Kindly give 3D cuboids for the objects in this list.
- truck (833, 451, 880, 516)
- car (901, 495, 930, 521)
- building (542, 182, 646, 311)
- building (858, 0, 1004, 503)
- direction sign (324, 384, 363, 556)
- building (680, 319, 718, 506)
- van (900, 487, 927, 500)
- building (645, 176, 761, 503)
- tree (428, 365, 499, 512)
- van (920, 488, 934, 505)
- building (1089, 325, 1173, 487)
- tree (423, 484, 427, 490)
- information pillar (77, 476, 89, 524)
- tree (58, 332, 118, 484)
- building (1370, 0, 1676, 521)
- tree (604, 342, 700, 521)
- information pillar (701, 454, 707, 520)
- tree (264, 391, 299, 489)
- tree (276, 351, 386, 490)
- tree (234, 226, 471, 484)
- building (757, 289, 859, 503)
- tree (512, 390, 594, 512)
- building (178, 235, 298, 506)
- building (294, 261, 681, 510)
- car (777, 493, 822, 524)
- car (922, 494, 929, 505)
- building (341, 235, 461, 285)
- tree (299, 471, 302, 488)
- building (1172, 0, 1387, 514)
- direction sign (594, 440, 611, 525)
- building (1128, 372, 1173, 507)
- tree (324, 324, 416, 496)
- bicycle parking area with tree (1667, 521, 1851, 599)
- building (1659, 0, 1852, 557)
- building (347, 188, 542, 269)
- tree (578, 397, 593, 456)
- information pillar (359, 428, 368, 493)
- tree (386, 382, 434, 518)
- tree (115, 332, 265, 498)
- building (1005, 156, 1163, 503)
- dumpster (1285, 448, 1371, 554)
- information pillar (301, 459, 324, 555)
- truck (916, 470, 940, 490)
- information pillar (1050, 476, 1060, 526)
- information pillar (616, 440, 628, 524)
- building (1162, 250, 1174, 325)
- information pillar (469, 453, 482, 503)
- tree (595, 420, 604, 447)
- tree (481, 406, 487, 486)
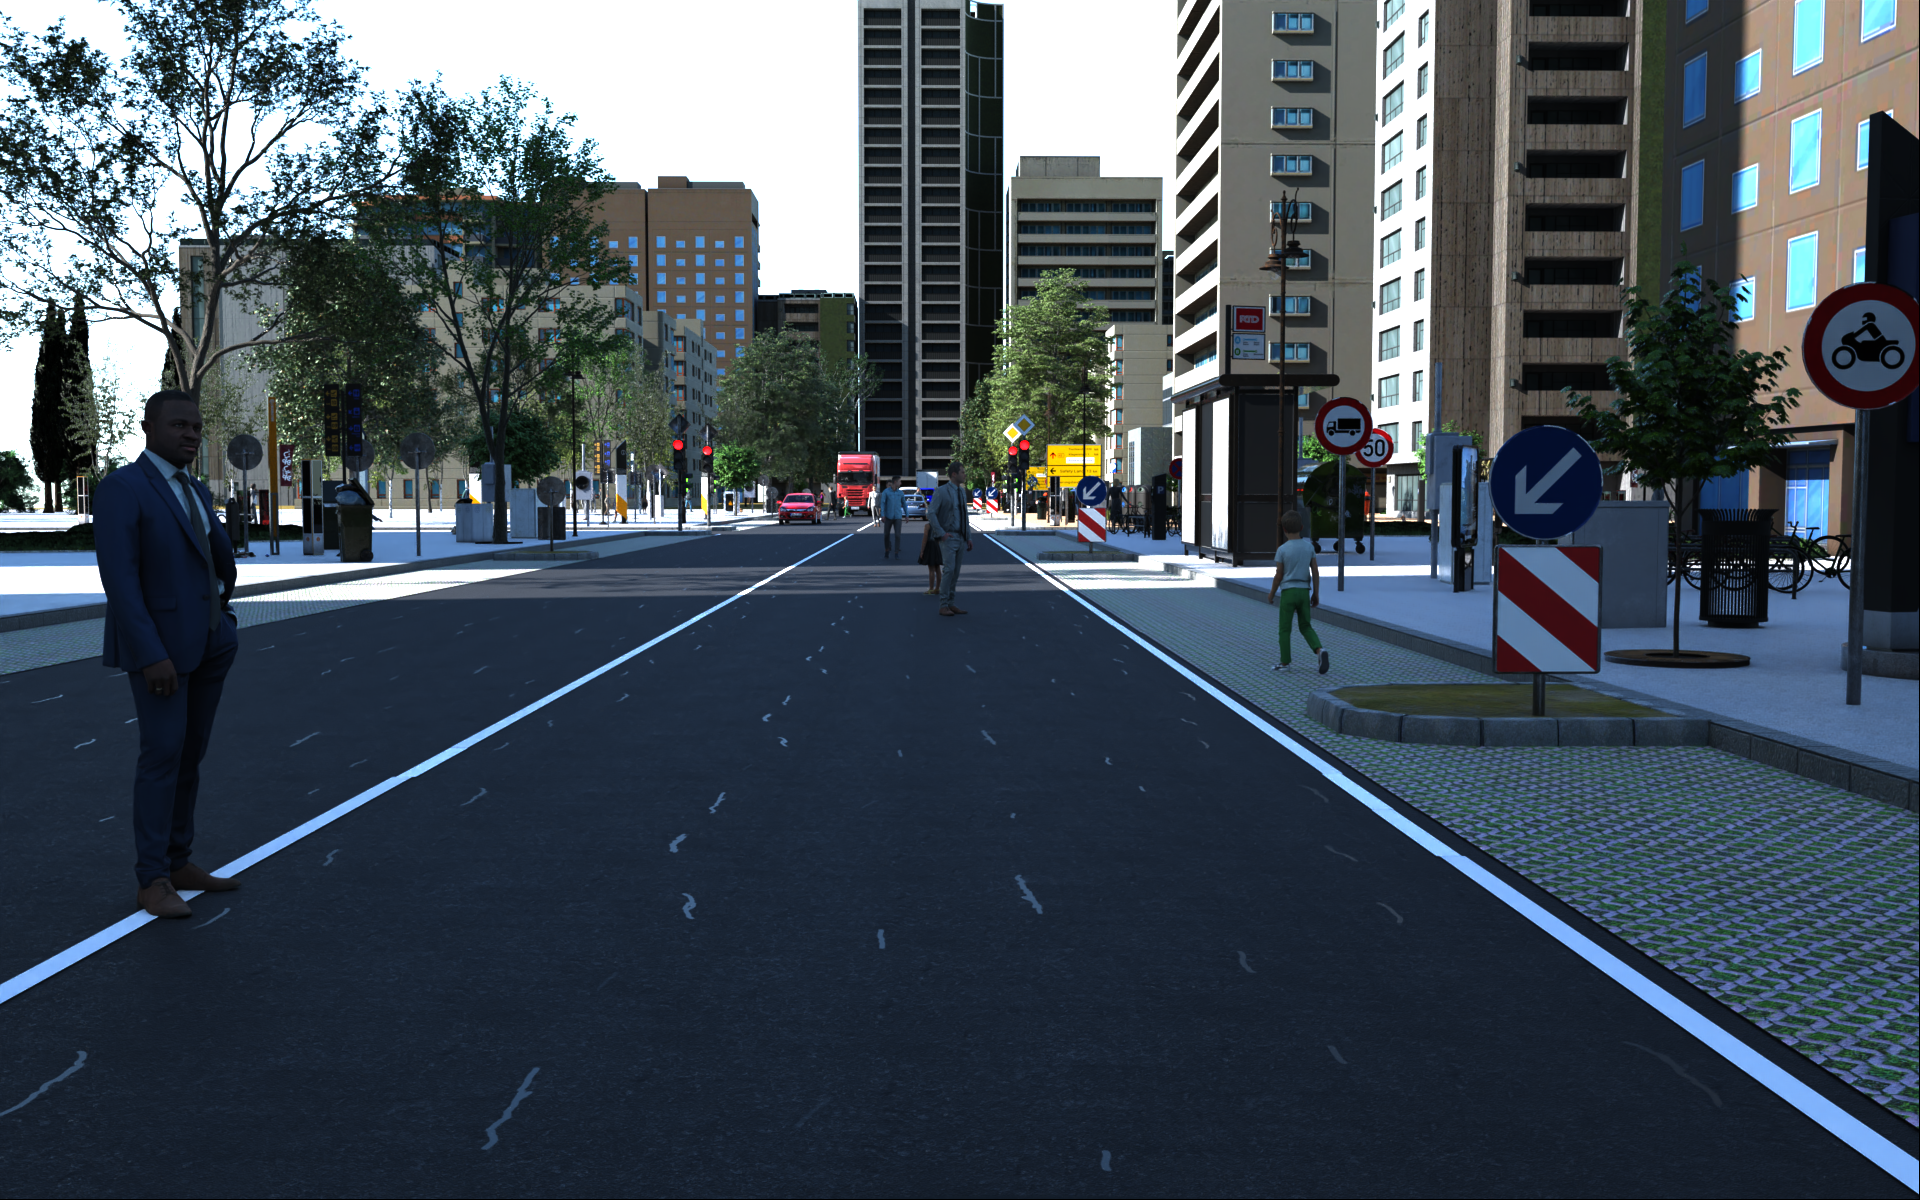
[{"bbox_3d":[-6.789,-7.785,116.199,2.839,4.237,11.283,0,4,-1],"label":"truck"},{"bbox_3d":[-2.609,-4.965,93.177,2.014,1.417,4.499,0,4,-2],"label":"car"},{"bbox_3d":[-50.708,-36.495,246.805,14.200,45.320,14.600,0,4,-1],"label":"building"},{"bbox_3d":[-4.017,-49.651,250.041,20.611,71.187,20.563,0,4,-1],"label":"building"},{"bbox_3d":[-12.680,-2.671,35.668,0.876,3.537,0.379,1,4,17],"label":"direction sign"},{"bbox_3d":[-42.992,-21.214,191.885,28.899,21.520,27.650,0,4,-1],"label":"building"},{"bbox_3d":[-3.012,-6.008,105.243,2.013,2.044,4.112,0,4,0],"label":"van"},{"bbox_3d":[-36.020,-36.483,246.612,14.200,45.320,14.600,0,4,-1],"label":"building"},{"bbox_3d":[-28.208,-9.135,99.717,4.360,8.622,3.978,0,3,0],"label":"tree"},{"bbox_3d":[-3.644,-11.213,187.718,2.240,2.365,5.245,0,4,-2],"label":"van"},{"bbox_3d":[29.253,-21.192,191.529,27.650,21.520,28.899,0,4,-1],"label":"building"},{"bbox_3d":[-38.267,-10.789,126.758,4.360,8.622,3.978,0,3,0],"label":"tree"},{"bbox_3d":[-36.375,-4.120,71.846,0.304,2.012,0.304,0,4,5],"label":"information pillar"},{"bbox_3d":[-39.126,-7.876,79.138,4.360,8.622,3.978,0,3,0],"label":"tree"},{"bbox_3d":[29.836,-19.398,88.864,14.107,30.474,14.160,0,4,-1],"label":"building"},{"bbox_3d":[-14.937,-8.117,83.070,4.360,8.622,3.978,0,3,0],"label":"tree"},{"bbox_3d":[-12.740,-5.831,86.697,0.504,3.616,0.183,3,4,38],"label":"information pillar"},{"bbox_3d":[-37.799,-8.559,90.309,4.360,8.622,3.978,0,3,0],"label":"tree"},{"bbox_3d":[-31.483,-8.235,84.999,4.737,8.622,4.395,0,3,0],"label":"tree"},{"bbox_3d":[-26.112,-9.621,74.312,9.611,12.733,9.660,0,3,0],"label":"tree"},{"bbox_3d":[-21.642,-29.119,247.804,14.107,30.474,14.160,0,4,-1],"label":"building"},{"bbox_3d":[-26.647,-9.812,110.792,4.737,8.622,4.395,0,3,0],"label":"tree"},{"bbox_3d":[-78.715,-26.014,197.026,14.107,30.474,14.160,0,4,-1],"label":"building"},{"bbox_3d":[-41.757,-19.138,157.951,27.650,21.520,28.899,0,4,-1],"label":"building"},{"bbox_3d":[-7.641,-4.517,82.893,2.155,1.783,4.494,0,3,0],"label":"car"},{"bbox_3d":[-3.649,-8.433,148.100,2.015,1.641,3.980,0,4,1],"label":"car"},{"bbox_3d":[-64.608,-26.023,197.176,14.107,30.474,14.160,0,4,-1],"label":"building"},{"bbox_3d":[-36.460,-8.903,95.922,4.360,8.622,3.978,0,3,0],"label":"tree"},{"bbox_3d":[27.270,-30.500,122.382,21.300,48.544,21.600,0,4,-1],"label":"building"},{"bbox_3d":[-14.937,-4.917,72.389,0.876,3.537,0.379,2,4,28],"label":"direction sign"},{"bbox_3d":[28.617,-51.781,159.298,22.319,86.520,31.000,0,4,-1],"label":"building"},{"bbox_3d":[-36.400,-11.424,104.901,7.486,12.596,7.792,0,3,0],"label":"tree"},{"bbox_3d":[12.986,-2.230,23.464,9.016,4.147,8.231,3,5,39],"label":"bicycle parking area with tree"},{"bbox_3d":[24.655,-23.581,35.664,14.600,45.320,14.200,0,4,-1],"label":"building"},{"bbox_3d":[-73.063,-36.419,250.076,28.867,44.769,22.147,0,4,-1],"label":"building"},{"bbox_3d":[-22.818,-9.574,90.941,7.601,10.594,8.767,2,4,33],"label":"tree"},{"bbox_3d":[-19.895,-4.059,57.723,0.183,3.616,0.504,-3,5,-44],"label":"information pillar"},{"bbox_3d":[-30.547,-8.725,93.012,4.737,8.622,4.395,0,3,0],"label":"tree"},{"bbox_3d":[-34.424,-7.785,77.641,4.360,8.622,3.978,0,3,0],"label":"tree"},{"bbox_3d":[17.323,-38.355,250.806,21.600,48.544,21.300,0,4,-1],"label":"building"},{"bbox_3d":[8.034,-2.163,37.851,1.502,2.255,1.985,0,4,-1],"label":"dumpster"},{"bbox_3d":[-13.598,-1.950,36.378,0.304,2.012,0.304,2,4,27],"label":"information pillar"},{"bbox_3d":[-3.798,-13.101,203.109,2.839,4.237,11.283,0,4,0],"label":"truck"},{"bbox_3d":[3.794,-3.961,69.262,0.304,2.012,0.304,3,4,38],"label":"information pillar"},{"bbox_3d":[-14.520,-5.074,74.320,0.504,3.616,0.183,-3,5,-39],"label":"information pillar"},{"bbox_3d":[39.989,-34.621,257.934,23.993,40.220,32.217,0,4,-1],"label":"building"},{"bbox_3d":[-19.694,-4.837,70.436,0.504,3.616,0.183,0,4,5],"label":"information pillar"},{"bbox_3d":[-28.178,-10.771,126.468,4.737,8.622,4.395,0,3,0],"label":"tree"},{"bbox_3d":[-35.957,-11.315,135.363,4.737,8.622,4.395,0,3,0],"label":"tree"}]
